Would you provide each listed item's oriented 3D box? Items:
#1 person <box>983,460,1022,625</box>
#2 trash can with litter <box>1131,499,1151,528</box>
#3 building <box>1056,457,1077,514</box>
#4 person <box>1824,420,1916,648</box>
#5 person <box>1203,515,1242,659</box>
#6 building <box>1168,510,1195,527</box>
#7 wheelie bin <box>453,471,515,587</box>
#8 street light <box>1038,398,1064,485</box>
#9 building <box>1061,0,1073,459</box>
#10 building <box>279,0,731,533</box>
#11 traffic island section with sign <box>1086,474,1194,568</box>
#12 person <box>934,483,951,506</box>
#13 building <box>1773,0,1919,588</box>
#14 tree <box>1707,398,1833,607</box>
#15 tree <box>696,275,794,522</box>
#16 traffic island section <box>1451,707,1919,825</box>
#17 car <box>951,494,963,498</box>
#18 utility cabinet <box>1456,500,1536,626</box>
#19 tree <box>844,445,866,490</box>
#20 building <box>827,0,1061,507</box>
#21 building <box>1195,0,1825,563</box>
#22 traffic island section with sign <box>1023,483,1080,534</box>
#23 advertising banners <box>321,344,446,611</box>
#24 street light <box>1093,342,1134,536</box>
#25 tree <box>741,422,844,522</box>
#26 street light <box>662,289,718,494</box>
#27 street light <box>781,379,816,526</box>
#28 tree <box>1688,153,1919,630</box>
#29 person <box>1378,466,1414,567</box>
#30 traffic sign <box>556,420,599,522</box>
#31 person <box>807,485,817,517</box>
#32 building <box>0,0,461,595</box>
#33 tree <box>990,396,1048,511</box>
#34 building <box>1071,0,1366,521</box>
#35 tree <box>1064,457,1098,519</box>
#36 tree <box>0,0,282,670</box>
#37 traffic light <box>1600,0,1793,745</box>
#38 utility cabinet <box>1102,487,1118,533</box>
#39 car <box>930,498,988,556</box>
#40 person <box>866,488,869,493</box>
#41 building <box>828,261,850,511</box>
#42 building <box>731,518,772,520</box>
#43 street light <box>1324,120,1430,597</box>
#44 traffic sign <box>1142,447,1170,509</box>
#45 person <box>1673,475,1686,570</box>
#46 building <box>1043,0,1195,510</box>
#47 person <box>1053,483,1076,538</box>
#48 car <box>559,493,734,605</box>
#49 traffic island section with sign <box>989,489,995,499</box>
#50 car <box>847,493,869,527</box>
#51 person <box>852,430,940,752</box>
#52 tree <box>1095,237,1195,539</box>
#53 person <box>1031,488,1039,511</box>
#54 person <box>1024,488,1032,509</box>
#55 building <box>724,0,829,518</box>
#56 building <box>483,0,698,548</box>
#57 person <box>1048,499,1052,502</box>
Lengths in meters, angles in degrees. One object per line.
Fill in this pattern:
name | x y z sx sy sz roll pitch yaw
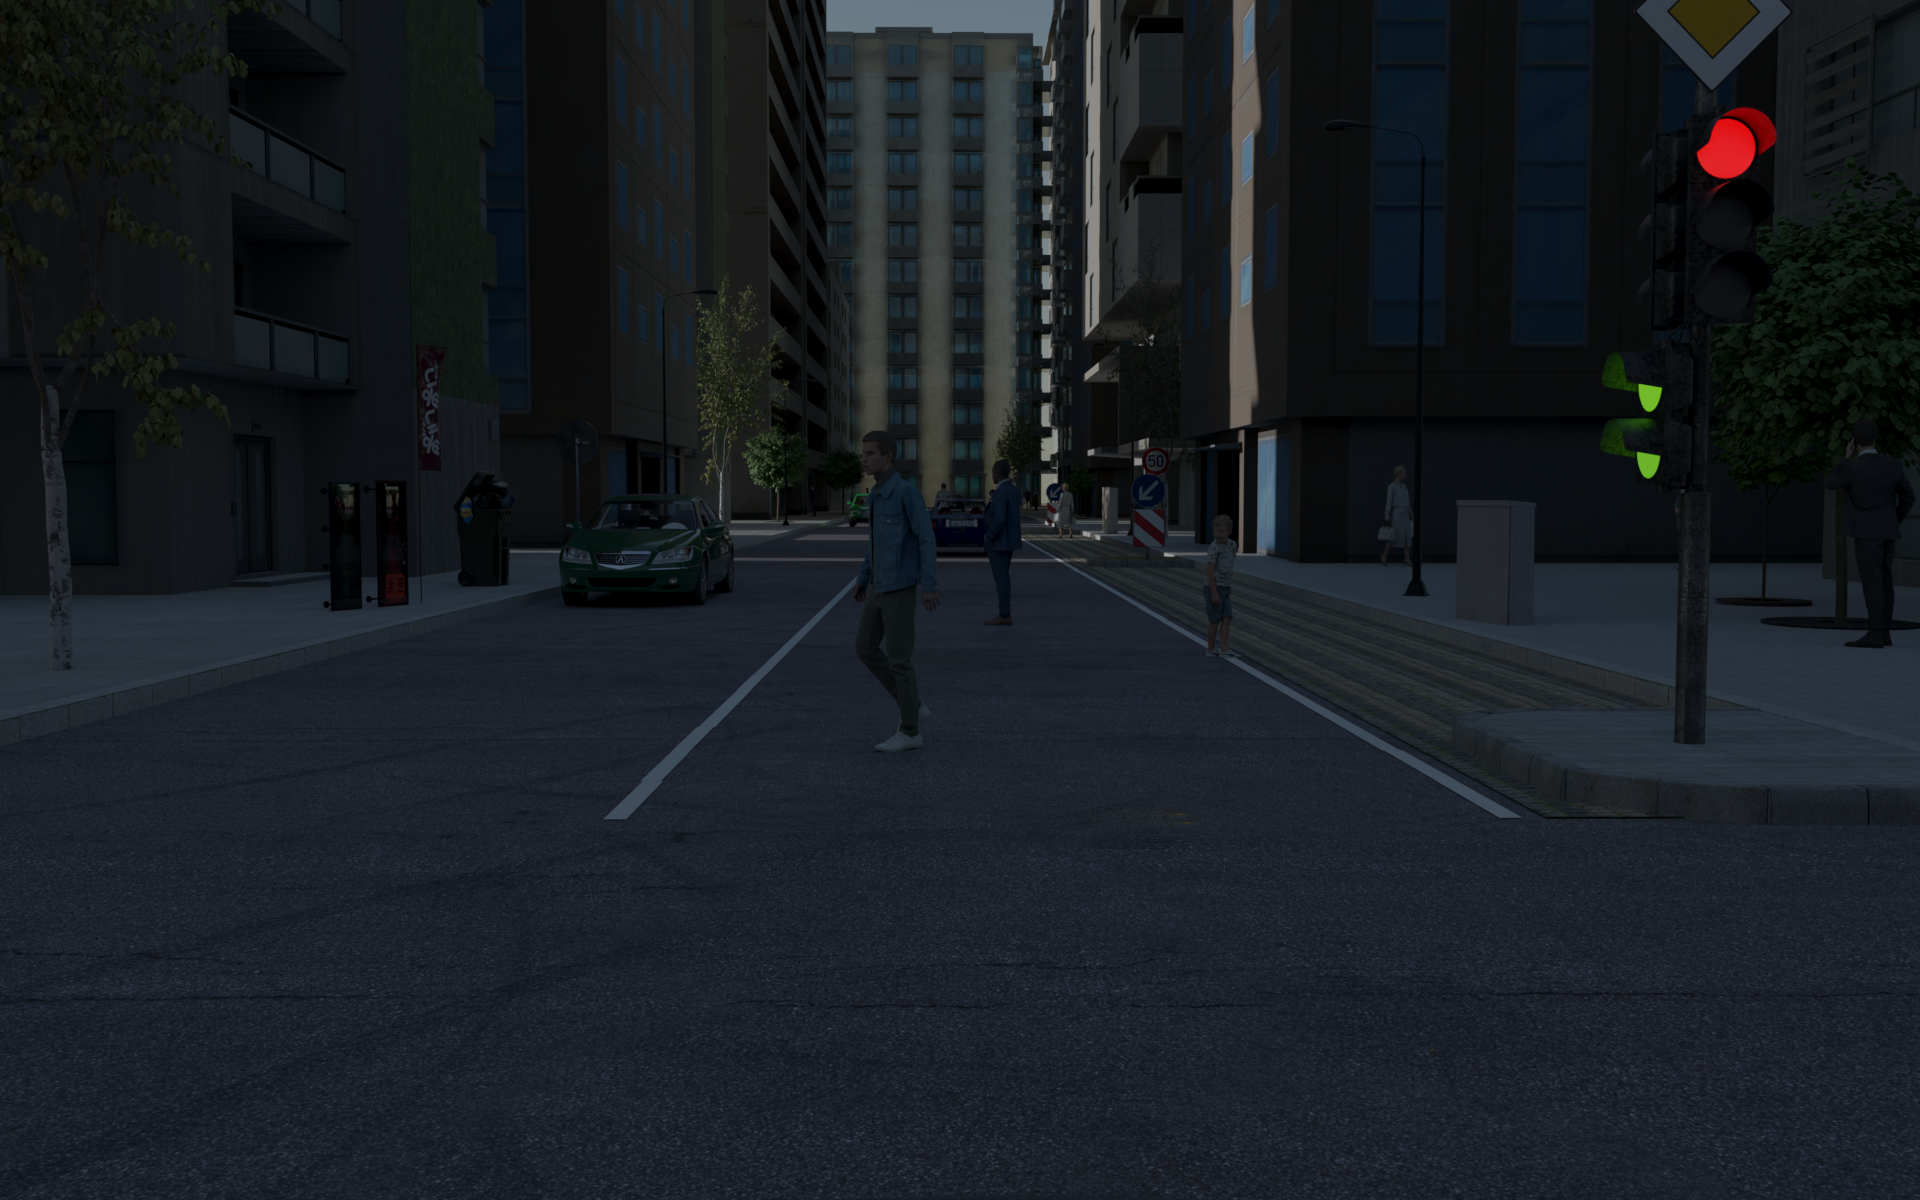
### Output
person | 0.470 -0.629 18.973 0.419 1.800 0.721 1 4 14
trash can with litter | 5.247 -2.293 48.877 0.624 1.170 1.055 -1 4 -19
building | 17.423 -41.382 114.854 20.563 71.187 20.611 0 4 -1
person | 7.608 -0.559 14.540 0.648 1.900 0.474 -1 4 -21
person | 2.294 -0.119 15.131 0.332 1.250 0.352 0 4 -4
building | 19.399 -29.363 69.329 28.713 52.752 27.495 0 4 -1
wheelie bin | -6.626 -0.998 24.234 0.693 1.594 0.980 0 4 5
street light | 4.469 -6.816 83.981 1.470 5.913 1.316 0 4 -1
building | 19.009 -31.924 141.567 23.786 49.044 30.456 0 4 -1
building | -17.091 -23.540 68.477 14.154 41.232 14.086 0 4 -1
traffic island section with sign | 3.546 -1.577 34.418 1.989 1.847 2.006 0 4 -1
person | -0.615 -3.404 64.008 0.661 1.843 0.795 0 4 -5
building | 19.112 -20.469 18.263 14.086 41.232 14.154 0 4 -1
tree | 9.326 -1.550 19.949 1.663 3.219 1.824 0 3 0
tree | -8.017 -6.669 59.401 4.737 8.622 4.395 0 3 0
traffic island section | 3.787 0.816 8.939 2.009 0.180 2.903 0 4 -1
car | -0.450 -8.090 142.060 2.009 1.686 4.222 0 4 1
utility cabinet | 5.363 -0.379 17.360 0.306 1.237 1.020 -1 4 -13
tree | -7.516 -7.732 110.139 4.285 4.588 4.351 0 3 0
building | -5.820 -34.310 180.577 30.456 49.044 23.786 0 4 -1
building | 12.768 -23.689 37.424 14.600 45.320 14.200 0 4 -1
traffic island section with sign | 3.266 -3.271 62.114 1.989 1.847 2.006 0 4 -1
advertising banners | -6.504 -1.440 19.726 0.090 3.025 2.074 1 4 23
street light | 4.752 -4.928 53.109 1.470 5.913 1.316 0 4 -1
tree | -8.422 -5.855 79.447 4.285 4.588 4.351 0 3 0
street light | -6.181 -4.089 39.395 1.470 5.913 1.316 0 4 -1
street light | -6.526 -5.972 70.185 1.470 5.913 1.316 0 4 -1
tree | 8.720 -2.029 16.896 4.285 4.588 4.351 0 3 0
person | 7.764 -1.484 30.655 0.694 1.780 0.624 -2 4 -25
traffic sign | -6.560 -1.808 29.666 0.768 2.556 0.104 1 4 9
person | -8.370 -5.589 97.874 0.568 1.767 0.683 -1 4 -17
building | -15.378 -20.800 23.682 14.154 41.232 14.086 0 4 -1
tree | 4.655 -11.019 130.517 4.737 8.622 4.395 0 3 0
building | 13.781 -27.395 98.014 14.600 45.320 14.200 0 4 -1
tree | 6.209 -5.816 89.693 1.663 3.219 1.824 0 3 0
tree | -6.589 -3.780 12.167 4.737 8.622 4.395 0 3 0
traffic light | 3.746 -1.217 8.824 0.839 4.253 0.868 0 4 -1
utility cabinet | 4.893 -2.914 56.322 0.318 1.500 1.173 0 4 -6
car | 0.010 -1.746 41.120 1.945 1.354 3.894 0 4 -1
person | -8.373 -9.185 155.843 0.705 1.869 1.348 -1 4 -11
building | -24.428 -18.332 144.769 28.899 21.520 27.650 0 4 -1
building | -20.092 -28.765 94.011 21.300 48.544 21.600 0 4 -1
street light | 5.220 -3.005 21.681 1.470 5.913 1.316 0 4 -1
traffic sign | 5.279 -2.854 46.762 0.768 2.556 0.104 0 4 0
person | 12.110 -1.387 28.987 0.573 1.790 0.520 -2 4 -28
building | 23.131 -36.320 183.068 27.495 52.752 28.713 0 4 -1
person | 3.396 -2.883 55.994 0.694 1.780 0.624 -1 4 -16
car | -4.219 -0.737 23.849 2.131 1.459 4.920 0 4 0
traffic island section with sign | 2.530 -7.897 137.748 1.989 1.847 2.006 0 4 -1
car | -4.006 -4.181 77.159 1.959 1.807 4.718 0 4 -1
person | -0.348 -0.053 9.717 0.444 1.785 0.601 -1 4 -22
tree | 5.905 -6.061 49.458 4.360 8.622 3.978 0 3 0
person | 5.763 -7.738 133.297 0.721 1.736 1.217 -1 4 -22
person | 5.809 -8.593 146.979 0.683 1.767 0.568 0 4 -1
building | -20.264 -30.126 116.269 21.300 48.544 21.600 0 4 -1
building | -15.109 -24.230 46.269 14.600 45.320 14.200 0 4 -1
person | 6.117 -6.899 118.713 0.599 1.838 0.709 0 4 -6
